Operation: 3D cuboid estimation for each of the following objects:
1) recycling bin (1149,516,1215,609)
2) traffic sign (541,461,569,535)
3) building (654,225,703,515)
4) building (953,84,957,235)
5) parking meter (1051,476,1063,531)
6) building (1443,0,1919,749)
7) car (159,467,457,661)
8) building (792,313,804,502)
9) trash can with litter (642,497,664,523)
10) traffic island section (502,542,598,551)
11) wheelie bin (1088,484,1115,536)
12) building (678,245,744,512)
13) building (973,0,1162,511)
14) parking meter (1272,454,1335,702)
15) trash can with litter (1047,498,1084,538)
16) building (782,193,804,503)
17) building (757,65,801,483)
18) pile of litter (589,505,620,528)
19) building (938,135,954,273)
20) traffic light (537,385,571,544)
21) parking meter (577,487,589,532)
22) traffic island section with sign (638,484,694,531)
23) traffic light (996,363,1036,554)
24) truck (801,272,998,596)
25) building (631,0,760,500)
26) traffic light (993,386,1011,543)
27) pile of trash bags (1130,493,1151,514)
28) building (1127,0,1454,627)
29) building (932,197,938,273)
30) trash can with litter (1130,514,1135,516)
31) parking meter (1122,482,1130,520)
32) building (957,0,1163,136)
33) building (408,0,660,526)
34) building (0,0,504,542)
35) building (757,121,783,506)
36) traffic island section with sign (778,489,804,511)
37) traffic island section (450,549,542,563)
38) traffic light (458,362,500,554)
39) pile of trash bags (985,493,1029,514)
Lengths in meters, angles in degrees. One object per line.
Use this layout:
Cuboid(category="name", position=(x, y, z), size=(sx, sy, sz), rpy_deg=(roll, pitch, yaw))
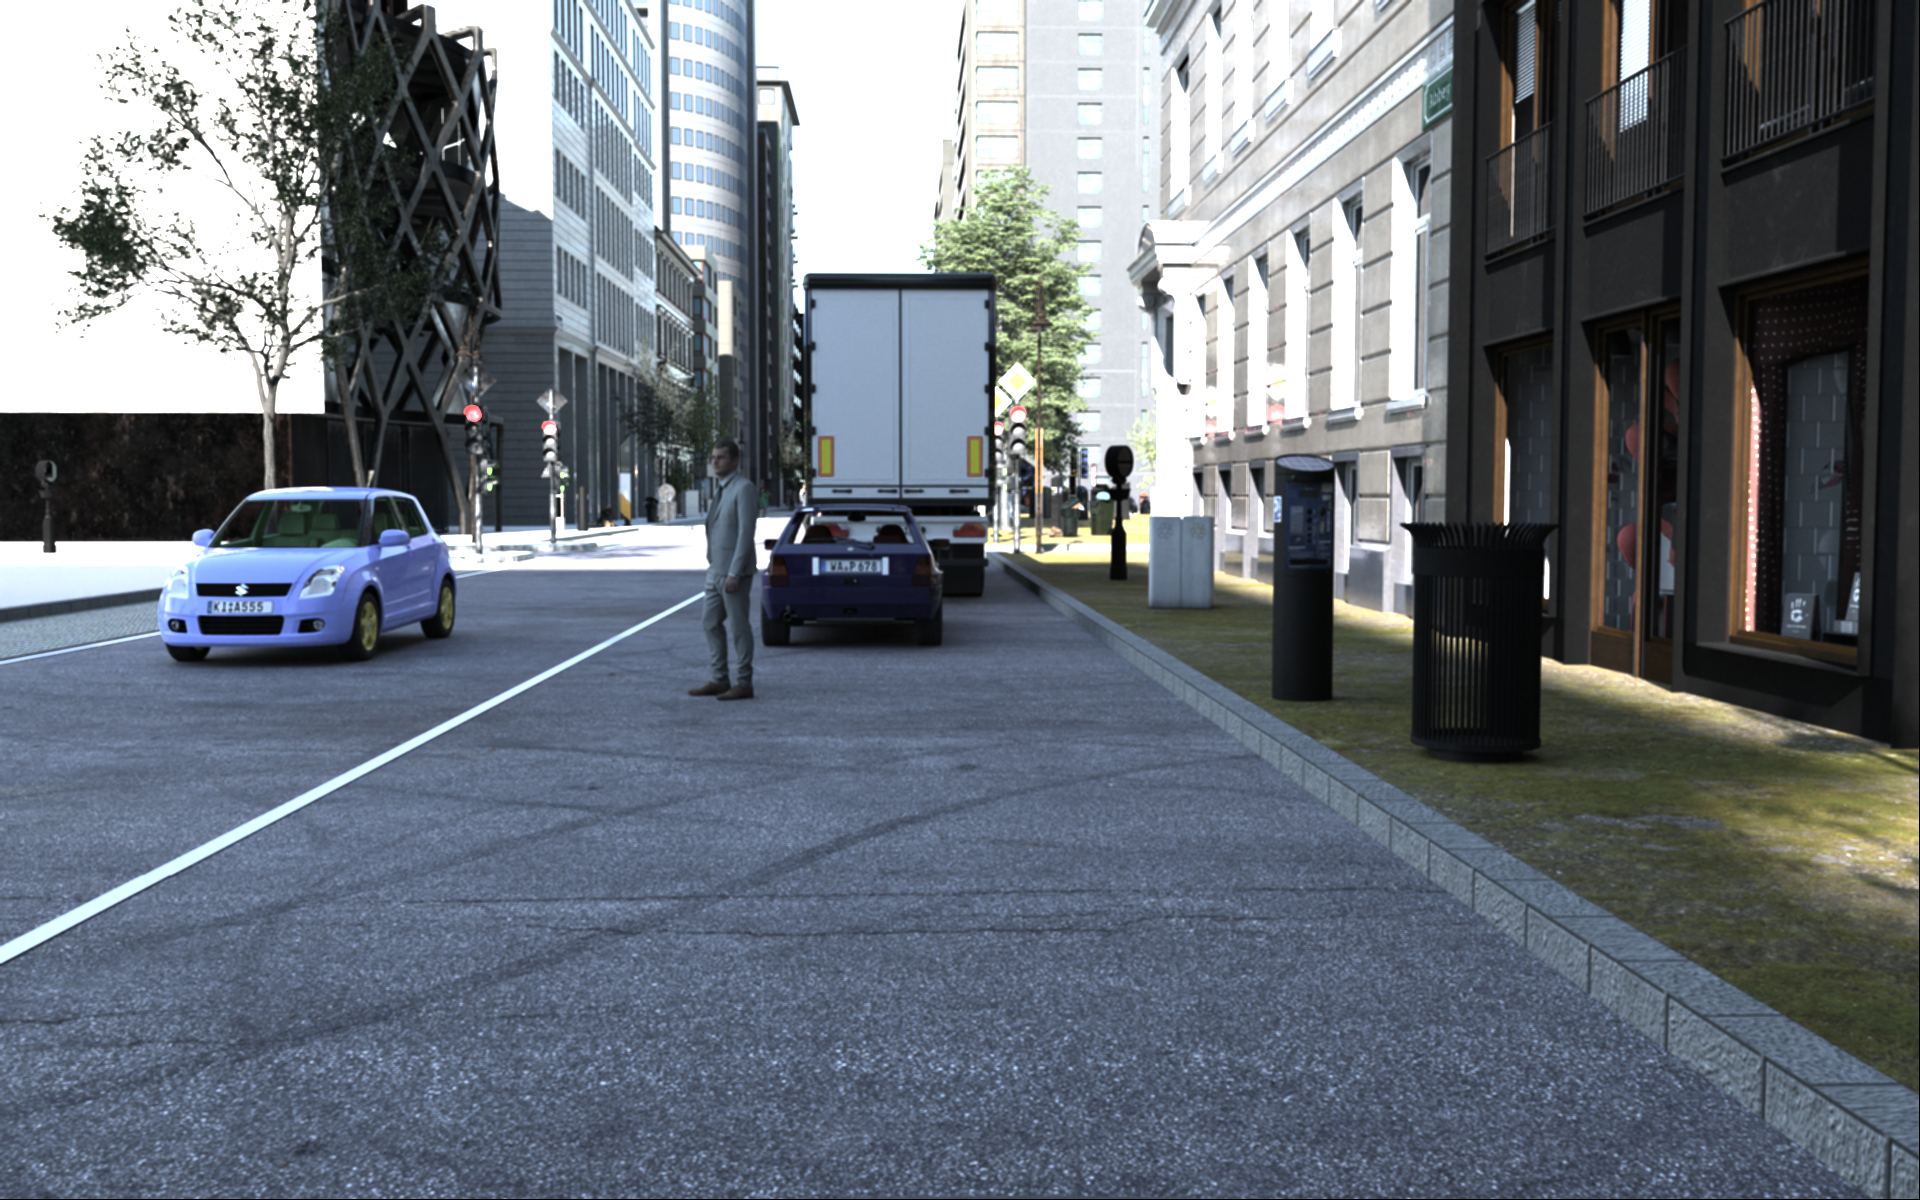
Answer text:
Cuboid(category="recycling bin", position=(2.511, -0.433, 19.626), size=(0.722, 1.027, 0.722), rpy_deg=(0, 4, 8))
Cuboid(category="traffic sign", position=(-12.747, -3.336, 54.554), size=(0.884, 2.594, 0.081), rpy_deg=(0, 4, -2))
Cuboid(category="building", position=(-22.415, -14.916, 108.501), size=(10.561, 19.102, 19.286), rpy_deg=(0, 4, -2))
Cuboid(category="building", position=(10.682, -34.222, 179.130), size=(23.786, 49.044, 30.456), rpy_deg=(0, 4, -2))
Cuboid(category="parking meter", position=(3.067, -3.004, 54.833), size=(0.255, 1.863, 0.399), rpy_deg=(2, 4, 34))
Cuboid(category="building", position=(10.810, -10.865, 7.321), size=(12.332, 23.373, 15.834), rpy_deg=(0, 4, -2))
Cuboid(category="car", position=(-5.927, -0.391, 15.988), size=(1.945, 1.707, 3.694), rpy_deg=(0, 4, -1))
Cuboid(category="building", position=(-30.026, -30.547, 271.150), size=(14.160, 30.474, 14.107), rpy_deg=(0, 4, -2))
Cuboid(category="trash can with litter", position=(-13.744, -4.055, 77.691), size=(0.624, 1.170, 1.055), rpy_deg=(1, 4, 19))
Cuboid(category="traffic island section", position=(-10.574, -1.387, 44.957), size=(2.009, 0.180, 2.903), rpy_deg=(0, 4, -2))
Cuboid(category="wheelie bin", position=(4.397, -2.799, 53.677), size=(0.693, 1.594, 0.980), rpy_deg=(-2, 4, -29))
Cuboid(category="building", position=(-32.011, -17.699, 134.423), size=(27.650, 21.520, 28.899), rpy_deg=(0, 4, -2))
Cuboid(category="building", position=(7.934, -27.637, 135.452), size=(14.154, 41.232, 14.086), rpy_deg=(0, 4, -2))
Cuboid(category="parking meter", position=(2.150, -0.149, 10.839), size=(0.372, 1.533, 0.369), rpy_deg=(0, 3, 0))
Cuboid(category="trash can with litter", position=(3.113, -2.440, 51.276), size=(1.055, 1.170, 0.624), rpy_deg=(-3, 4, -39))
Cuboid(category="building", position=(-34.456, -38.444, 248.168), size=(23.786, 49.044, 30.456), rpy_deg=(0, 4, -2))
Cuboid(category="building", position=(-34.898, -38.438, 217.707), size=(28.713, 52.752, 27.495), rpy_deg=(0, 4, -2))
Cuboid(category="pile of litter", position=(-13.811, -3.236, 66.870), size=(1.176, 0.858, 1.719), rpy_deg=(-3, 4, -36))
Cuboid(category="building", position=(8.036, -36.796, 225.311), size=(21.300, 48.544, 21.600), rpy_deg=(0, 4, -2))
Cuboid(category="traffic light", position=(-10.534, -3.419, 44.824), size=(0.839, 4.253, 0.868), rpy_deg=(0, 4, -2))
Cuboid(category="parking meter", position=(-12.927, -3.116, 59.350), size=(0.372, 1.533, 0.369), rpy_deg=(0, 3, 0))
Cuboid(category="traffic island section with sign", position=(-11.404, -3.595, 67.400), size=(1.989, 1.847, 2.006), rpy_deg=(0, 4, -2))
Cuboid(category="traffic light", position=(1.209, -2.957, 37.274), size=(0.839, 4.253, 0.868), rpy_deg=(0, 4, -2))
Cuboid(category="truck", position=(-0.931, -2.363, 27.544), size=(2.839, 4.237, 11.283), rpy_deg=(0, 4, -2))
Cuboid(category="building", position=(-30.624, -37.954, 162.550), size=(21.231, 58.520, 28.212), rpy_deg=(0, 4, -2))
Cuboid(category="traffic light", position=(0.920, -3.445, 45.254), size=(0.839, 4.253, 0.868), rpy_deg=(0, 4, -2))
Cuboid(category="pile of trash bags", position=(11.535, -6.188, 110.918), size=(1.912, 1.369, 3.447), rpy_deg=(1, 4, 15))
Cuboid(category="building", position=(10.525, -14.630, 25.101), size=(13.634, 28.700, 20.117), rpy_deg=(0, 4, -2))
Cuboid(category="building", position=(7.156, -36.454, 250.650), size=(22.147, 44.769, 28.867), rpy_deg=(0, 4, -2))
Cuboid(category="trash can with litter", position=(9.151, -5.511, 101.158), size=(2.233, 1.210, 1.678), rpy_deg=(0, 4, 1))
Cuboid(category="parking meter", position=(8.204, -4.904, 85.893), size=(0.399, 1.863, 0.255), rpy_deg=(2, 4, 24))
Cuboid(category="building", position=(10.712, -32.382, 153.150), size=(21.300, 48.544, 21.600), rpy_deg=(0, 4, -2))
Cuboid(category="building", position=(-22.160, -18.708, 83.376), size=(11.434, 29.767, 29.804), rpy_deg=(0, 4, -2))
Cuboid(category="building", position=(-23.333, -11.412, 54.036), size=(16.820, 18.784, 16.811), rpy_deg=(0, 4, -2))
Cuboid(category="building", position=(-26.448, -30.627, 184.352), size=(14.154, 41.232, 14.086), rpy_deg=(0, 4, -2))
Cuboid(category="traffic island section with sign", position=(-14.205, -8.331, 144.846), size=(1.989, 1.847, 2.006), rpy_deg=(0, 4, -2))
Cuboid(category="traffic island section", position=(-10.285, -0.899, 36.977), size=(2.009, 0.180, 2.903), rpy_deg=(0, 4, -2))
Cuboid(category="traffic light", position=(-10.244, -2.931, 36.844), size=(0.839, 4.253, 0.868), rpy_deg=(0, 4, -2))
Cuboid(category="pile of trash bags", position=(3.201, -6.387, 114.176), size=(3.447, 1.369, 1.912), rpy_deg=(1, 4, 23))
